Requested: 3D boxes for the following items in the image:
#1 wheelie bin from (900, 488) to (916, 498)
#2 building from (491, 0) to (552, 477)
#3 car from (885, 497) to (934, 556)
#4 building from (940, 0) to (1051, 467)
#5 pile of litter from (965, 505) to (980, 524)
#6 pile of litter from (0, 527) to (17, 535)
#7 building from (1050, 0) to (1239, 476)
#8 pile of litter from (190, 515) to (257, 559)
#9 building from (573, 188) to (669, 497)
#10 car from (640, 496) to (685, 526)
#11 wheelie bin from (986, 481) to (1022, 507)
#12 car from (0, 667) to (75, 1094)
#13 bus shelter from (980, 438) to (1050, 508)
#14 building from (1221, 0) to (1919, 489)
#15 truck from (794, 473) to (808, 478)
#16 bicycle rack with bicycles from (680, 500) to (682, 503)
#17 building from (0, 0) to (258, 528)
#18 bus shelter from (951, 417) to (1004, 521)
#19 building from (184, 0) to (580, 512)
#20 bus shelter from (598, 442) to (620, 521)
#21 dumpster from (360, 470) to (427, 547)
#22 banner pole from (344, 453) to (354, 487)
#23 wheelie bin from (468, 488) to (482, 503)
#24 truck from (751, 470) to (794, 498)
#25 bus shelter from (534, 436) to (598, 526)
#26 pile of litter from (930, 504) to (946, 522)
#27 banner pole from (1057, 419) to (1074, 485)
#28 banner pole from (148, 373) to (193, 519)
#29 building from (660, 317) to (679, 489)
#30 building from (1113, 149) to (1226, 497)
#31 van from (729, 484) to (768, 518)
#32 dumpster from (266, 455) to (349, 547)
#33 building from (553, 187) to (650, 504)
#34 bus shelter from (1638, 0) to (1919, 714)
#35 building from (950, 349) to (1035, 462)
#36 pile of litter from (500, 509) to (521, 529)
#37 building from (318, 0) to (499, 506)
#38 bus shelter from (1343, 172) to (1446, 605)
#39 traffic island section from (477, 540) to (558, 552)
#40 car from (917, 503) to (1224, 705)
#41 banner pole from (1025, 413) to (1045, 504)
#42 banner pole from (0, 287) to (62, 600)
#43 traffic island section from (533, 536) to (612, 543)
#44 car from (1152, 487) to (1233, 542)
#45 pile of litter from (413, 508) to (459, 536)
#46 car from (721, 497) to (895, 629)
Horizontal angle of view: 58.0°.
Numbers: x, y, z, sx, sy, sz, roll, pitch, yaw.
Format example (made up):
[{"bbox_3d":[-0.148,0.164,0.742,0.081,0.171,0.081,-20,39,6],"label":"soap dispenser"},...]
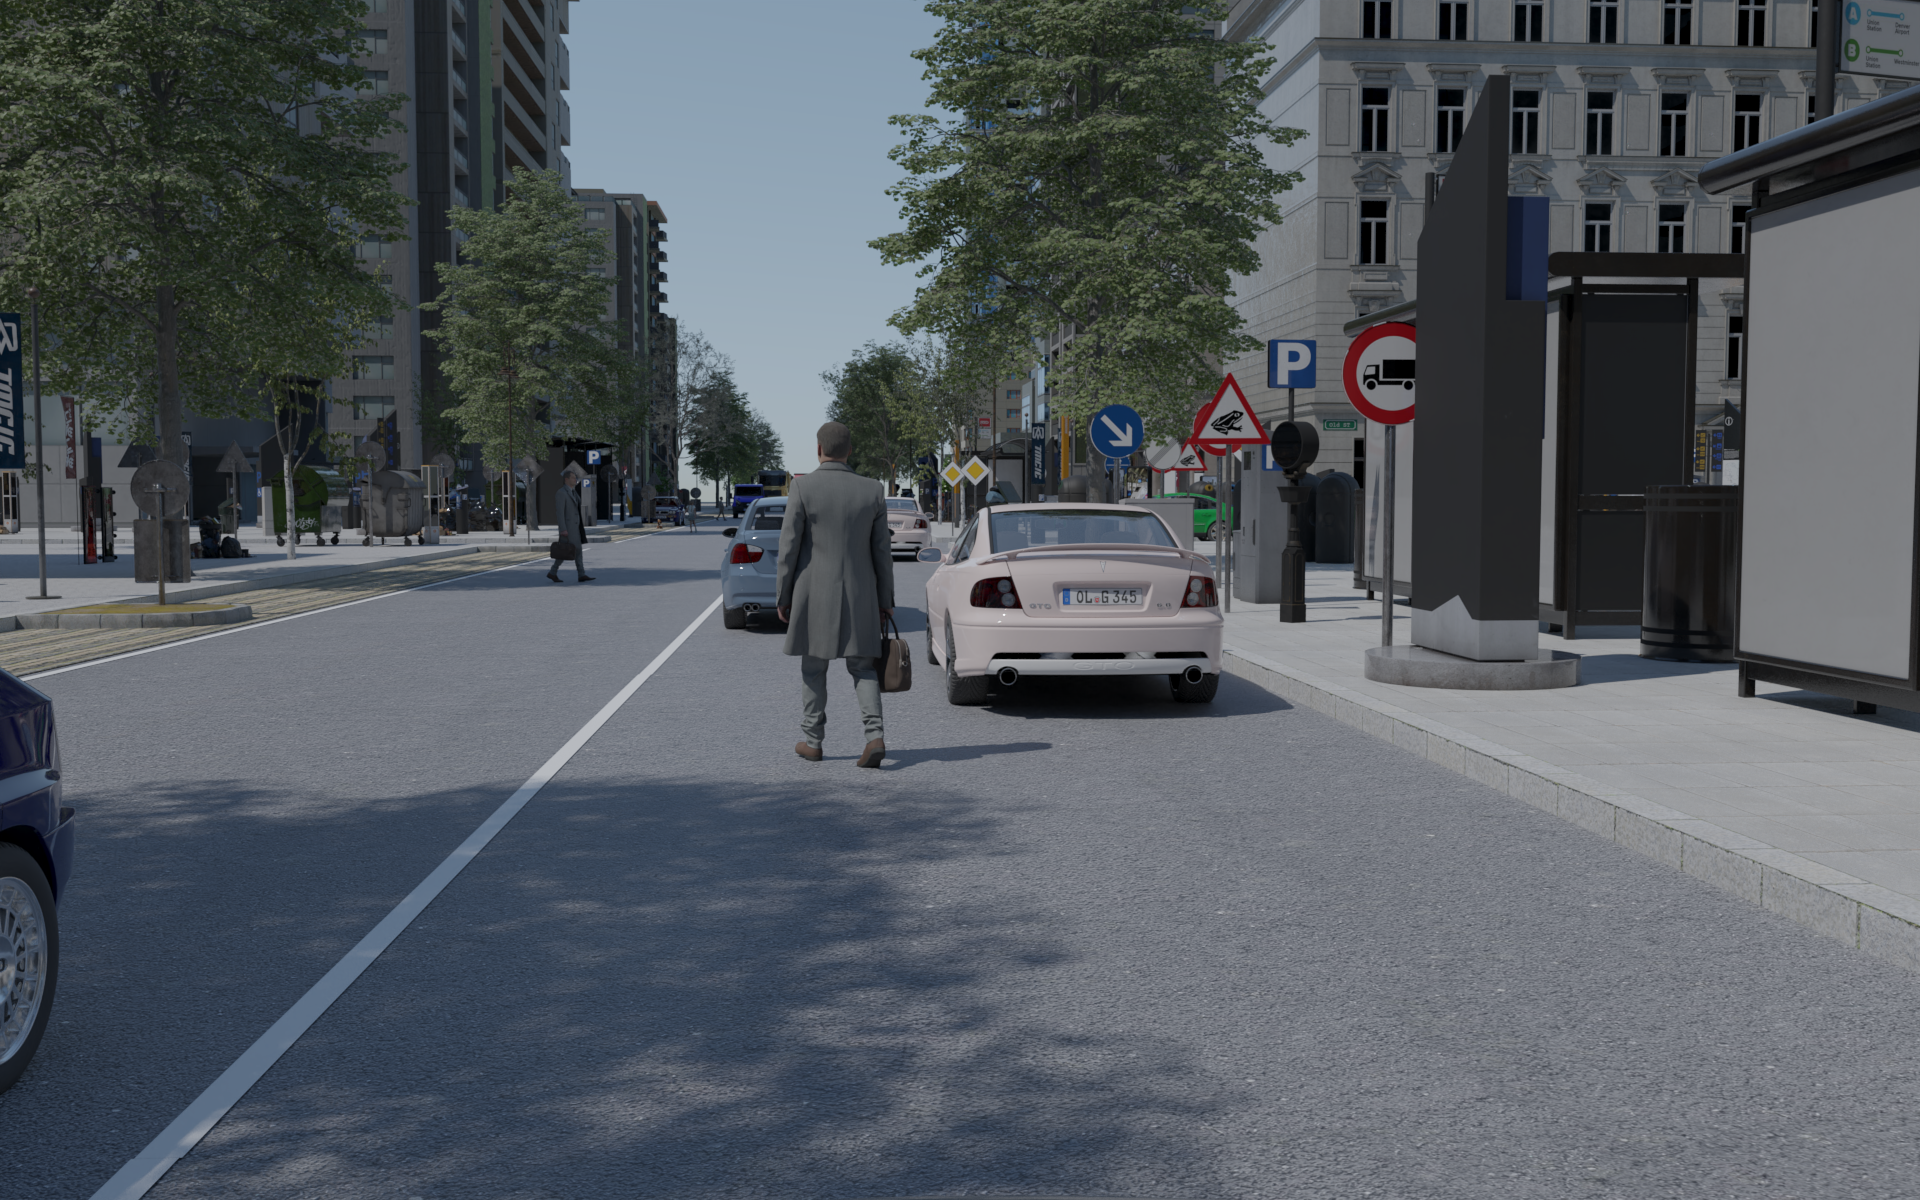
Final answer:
[{"bbox_3d":[-2.935,-5.424,96.585,0.980,1.594,0.693,1,4,20],"label":"wheelie bin"},{"bbox_3d":[-44.589,-31.293,135.335,21.300,48.544,21.600,0,4,-4],"label":"building"},{"bbox_3d":[-1.604,-1.602,38.552,2.083,1.381,4.827,0,4,-3],"label":"car"},{"bbox_3d":[9.064,-58.646,271.527,22.319,86.520,31.000,0,4,-4],"label":"building"},{"bbox_3d":[0.740,-3.626,73.244,1.176,0.858,1.719,-3,4,-37],"label":"pile of litter"},{"bbox_3d":[-30.674,-2.497,54.798,1.719,0.858,1.176,0,4,0],"label":"pile of litter"},{"bbox_3d":[17.092,-43.469,148.972,20.563,71.187,20.611,0,4,-4],"label":"building"},{"bbox_3d":[-15.051,-1.267,34.683,1.719,0.858,1.176,-1,4,-8],"label":"pile of litter"},{"bbox_3d":[-53.907,-36.445,250.491,22.147,44.769,28.867,0,4,-4],"label":"building"},{"bbox_3d":[-13.338,-3.997,77.927,1.945,1.354,3.894,0,4,-5],"label":"car"},{"bbox_3d":[1.036,-2.080,41.920,0.693,1.594,0.980,2,4,35],"label":"wheelie bin"},{"bbox_3d":[-3.061,0.600,2.772,1.945,1.354,3.894,0,4,-3],"label":"car"},{"bbox_3d":[2.010,-4.335,64.797,2.014,3.302,5.546,0,4,-5],"label":"bus shelter"},{"bbox_3d":[34.633,-18.362,76.640,44.131,29.872,17.030,0,4,-4],"label":"building"},{"bbox_3d":[-21.279,-15.096,235.735,2.839,4.237,11.283,0,4,-3],"label":"truck"},{"bbox_3d":[-19.353,-6.087,112.901,2.852,0.926,2.925,-1,4,-17],"label":"bicycle rack with bicycles"},{"bbox_3d":[-42.975,-29.728,75.284,28.713,52.752,27.495,0,4,-4],"label":"building"},{"bbox_3d":[0.753,-6.729,87.648,2.179,5.291,8.768,0,4,-4],"label":"bus shelter"},{"bbox_3d":[-50.851,-34.866,159.299,28.713,52.752,27.495,0,4,-4],"label":"building"},{"bbox_3d":[-16.869,-5.412,79.776,1.731,3.624,6.357,0,4,-5],"label":"bus shelter"},{"bbox_3d":[-14.031,-2.270,42.866,1.264,1.857,1.865,0,4,-4],"label":"dumpster"},{"bbox_3d":[-37.185,-7.056,105.383,0.863,3.779,0.401,0,4,4],"label":"banner pole"},{"bbox_3d":[-26.472,-5.269,94.052,0.980,1.594,0.693,-2,4,-29],"label":"wheelie bin"},{"bbox_3d":[-15.319,-9.003,143.120,3.469,3.379,9.791,0,4,-3],"label":"truck"},{"bbox_3d":[-16.649,-4.983,72.748,1.731,3.624,6.357,0,4,-4],"label":"bus shelter"},{"bbox_3d":[-1.442,-4.052,80.214,1.719,0.858,1.176,1,4,15],"label":"pile of litter"},{"bbox_3d":[3.554,-4.149,57.851,0.863,3.779,0.401,-3,4,-38],"label":"banner pole"},{"bbox_3d":[-16.518,-2.811,35.973,0.401,3.779,0.863,2,4,33],"label":"banner pole"},{"bbox_3d":[-52.008,-30.635,272.585,14.160,30.474,14.107,0,4,-4],"label":"building"},{"bbox_3d":[14.805,-15.778,108.886,10.553,20.767,40.483,0,4,-4],"label":"building"},{"bbox_3d":[-12.611,-6.065,103.543,2.240,2.365,5.245,0,4,-6],"label":"van"},{"bbox_3d":[-16.127,-2.468,42.845,1.502,2.255,1.985,0,4,-5],"label":"dumpster"},{"bbox_3d":[-48.900,-33.336,228.644,14.154,41.232,14.086,0,4,-4],"label":"building"},{"bbox_3d":[5.830,-1.944,9.415,2.179,5.291,8.768,0,4,-5],"label":"bus shelter"},{"bbox_3d":[13.446,-24.393,243.866,27.650,21.520,28.899,0,4,-4],"label":"building"},{"bbox_3d":[-16.952,-3.019,63.328,1.719,0.858,1.176,1,4,20],"label":"pile of litter"},{"bbox_3d":[-39.210,-26.382,114.937,14.154,41.232,14.086,0,4,-4],"label":"building"},{"bbox_3d":[5.806,-2.553,19.366,2.179,5.291,8.768,0,4,-4],"label":"bus shelter"},{"bbox_3d":[-10.942,-1.321,43.881,2.009,0.180,2.903,0,4,-4],"label":"traffic island section"},{"bbox_3d":[0.739,-0.053,13.221,2.083,1.381,4.827,0,4,-4],"label":"car"},{"bbox_3d":[2.270,-3.885,53.538,0.863,3.779,0.401,-1,4,-19],"label":"banner pole"},{"bbox_3d":[-11.450,-1.899,21.066,0.863,3.779,0.401,0,4,-7],"label":"banner pole"},{"bbox_3d":[-11.558,-1.808,51.843,2.009,0.180,2.903,0,4,-4],"label":"traffic island section"},{"bbox_3d":[5.970,-2.516,49.930,4.718,1.807,1.959,0,4,-4],"label":"car"},{"bbox_3d":[-16.217,-2.416,53.474,1.176,0.858,1.719,-3,5,-40],"label":"pile of litter"},{"bbox_3d":[-1.734,-0.473,19.743,2.014,1.417,4.499,0,4,-4],"label":"car"}]
